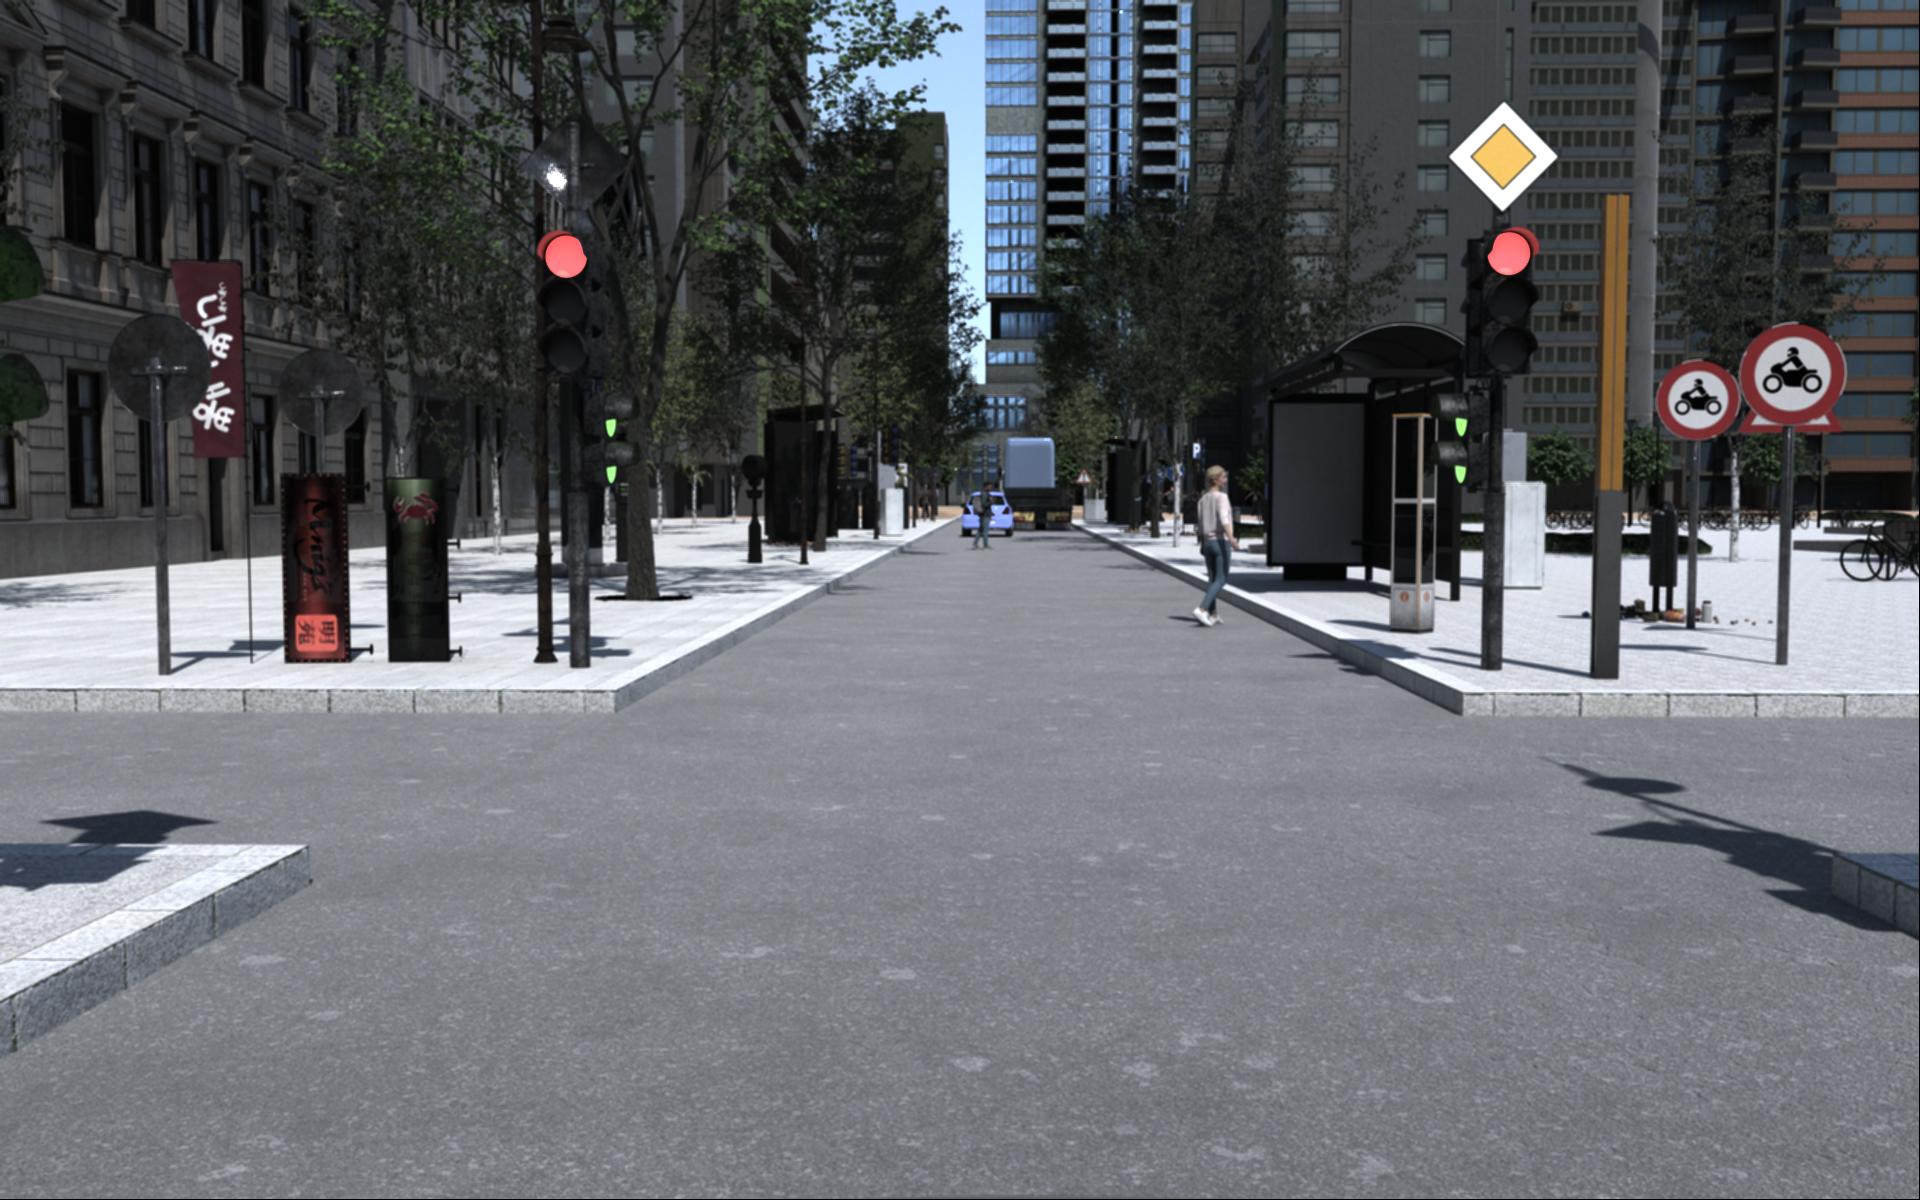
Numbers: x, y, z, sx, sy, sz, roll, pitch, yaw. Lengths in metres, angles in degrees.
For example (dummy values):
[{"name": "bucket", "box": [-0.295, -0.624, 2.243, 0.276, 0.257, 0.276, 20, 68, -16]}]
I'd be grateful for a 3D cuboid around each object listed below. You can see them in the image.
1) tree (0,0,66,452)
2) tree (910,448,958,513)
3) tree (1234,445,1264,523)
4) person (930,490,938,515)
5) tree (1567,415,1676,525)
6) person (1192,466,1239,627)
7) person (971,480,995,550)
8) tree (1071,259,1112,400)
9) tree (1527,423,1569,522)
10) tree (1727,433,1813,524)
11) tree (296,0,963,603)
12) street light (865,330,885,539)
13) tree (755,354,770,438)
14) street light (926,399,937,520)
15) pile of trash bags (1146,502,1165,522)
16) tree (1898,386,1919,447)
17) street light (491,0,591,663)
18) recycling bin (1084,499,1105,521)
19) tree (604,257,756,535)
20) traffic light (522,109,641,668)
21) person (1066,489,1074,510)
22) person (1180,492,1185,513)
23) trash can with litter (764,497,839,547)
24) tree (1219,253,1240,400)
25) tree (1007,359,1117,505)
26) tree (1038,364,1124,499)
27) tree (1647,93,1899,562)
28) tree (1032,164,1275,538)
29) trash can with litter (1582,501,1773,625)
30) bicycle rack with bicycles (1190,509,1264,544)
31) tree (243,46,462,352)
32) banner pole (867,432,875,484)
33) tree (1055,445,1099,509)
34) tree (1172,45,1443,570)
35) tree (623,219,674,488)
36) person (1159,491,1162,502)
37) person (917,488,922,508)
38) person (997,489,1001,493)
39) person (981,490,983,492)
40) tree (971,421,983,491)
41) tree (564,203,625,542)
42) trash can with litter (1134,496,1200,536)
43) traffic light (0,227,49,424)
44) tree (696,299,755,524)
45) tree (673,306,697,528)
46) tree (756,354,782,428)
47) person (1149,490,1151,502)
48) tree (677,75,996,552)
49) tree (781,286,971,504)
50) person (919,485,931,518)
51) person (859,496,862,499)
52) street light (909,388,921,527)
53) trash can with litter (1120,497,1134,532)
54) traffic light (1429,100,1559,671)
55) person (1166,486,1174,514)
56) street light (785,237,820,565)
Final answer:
[{"name": "tree", "box": [-11.510, -4.158, 18.348, 4.360, 8.622, 3.978, 0, 3, 0]}, {"name": "tree", "box": [-1.833, -8.280, 119.098, 4.285, 4.588, 4.351, 0, 3, 0]}, {"name": "tree", "box": [11.838, -4.497, 68.121, 1.663, 3.219, 1.824, 0, 3, 0]}, {"name": "person", "box": [-1.675, -6.247, 108.046, 0.599, 1.838, 0.709, 1, 4, 11]}, {"name": "tree", "box": [27.865, -5.390, 71.836, 4.285, 4.588, 4.351, 0, 3, 0]}, {"name": "person", "box": [2.751, -0.588, 18.782, 0.598, 1.740, 0.731, -3, 5, -41]}, {"name": "person", "box": [0.638, -2.176, 44.430, 0.721, 1.781, 0.623, -1, 4, -17]}, {"name": "tree", "box": [5.002, -5.583, 41.648, 4.360, 8.622, 3.978, 0, 3, 0]}, {"name": "tree", "box": [27.200, -5.852, 79.391, 4.285, 4.588, 4.351, 0, 3, 0]}, {"name": "tree", "box": [34.817, -5.535, 74.204, 4.285, 4.588, 4.351, 0, 3, 0]}, {"name": "tree", "box": [-3.834, -5.814, 20.810, 9.928, 11.665, 9.643, 0, 3, 0]}, {"name": "street light", "box": [-2.380, -4.658, 48.948, 0.468, 5.910, 1.993, 0, 4, 1]}, {"name": "tree", "box": [-9.986, -7.602, 74.650, 4.360, 8.622, 3.978, 0, 3, 0]}, {"name": "street light", "box": [-1.369, -6.804, 84.037, 0.468, 5.910, 1.993, 0, 4, 1]}, {"name": "pile of trash bags", "box": [8.547, -4.409, 81.838, 1.912, 1.369, 3.447, 0, 4, -2]}, {"name": "tree", "box": [18.799, -2.902, 31.169, 4.285, 4.588, 4.351, 0, 3, 0]}, {"name": "street light", "box": [-3.163, -2.462, 13.046, 0.468, 5.910, 1.993, 0, 4, 1]}, {"name": "recycling bin", "box": [6.362, -4.240, 81.872, 0.722, 1.027, 0.722, 3, 5, 40]}, {"name": "tree", "box": [-9.294, -6.338, 53.985, 4.737, 8.622, 4.395, 0, 3, 0]}, {"name": "traffic light", "box": [-2.793, -1.454, 12.701, 0.839, 4.253, 0.868, 0, 4, 1]}, {"name": "person", "box": [9.085, -8.330, 142.685, 0.683, 1.767, 0.568, -2, 4, -27]}, {"name": "person", "box": [14.544, -6.695, 115.523, 0.705, 1.823, 1.348, -3, 4, -38]}, {"name": "trash can with litter", "box": [-4.220, -1.951, 42.955, 2.233, 1.210, 1.678, 3, 5, 39]}, {"name": "tree", "box": [6.260, -8.369, 62.584, 9.928, 11.665, 9.643, 0, 3, 0]}, {"name": "tree", "box": [8.888, -14.764, 151.754, 12.009, 13.543, 11.850, 0, 3, 0]}, {"name": "tree", "box": [6.298, -8.494, 89.245, 4.737, 8.622, 4.395, 0, 3, 0]}, {"name": "tree", "box": [14.585, -4.999, 32.089, 4.360, 8.622, 3.978, 0, 3, 0]}, {"name": "tree", "box": [5.387, -7.071, 50.026, 7.601, 10.594, 8.767, -2, 4, -32]}, {"name": "trash can with litter", "box": [7.346, -0.429, 18.072, 1.678, 1.210, 2.233, 0, 4, 7]}, {"name": "bicycle rack with bicycles", "box": [6.932, -1.795, 42.729, 2.852, 0.926, 2.925, 1, 4, 9]}, {"name": "tree", "box": [-9.292, -4.770, 28.358, 4.360, 8.622, 3.978, 0, 3, 0]}, {"name": "banner pole", "box": [-3.526, -4.876, 69.745, 0.401, 3.779, 0.863, -2, 4, -34]}, {"name": "tree", "box": [7.195, -7.761, 110.614, 4.285, 4.588, 4.351, 0, 3, 0]}, {"name": "tree", "box": [5.506, -4.805, 28.930, 4.360, 8.622, 3.978, 0, 3, 0]}, {"name": "tree", "box": [-9.358, -5.549, 41.083, 4.360, 8.622, 3.978, 0, 3, 0]}, {"name": "person", "box": [12.186, -6.146, 107.059, 0.617, 1.759, 0.750, 0, 4, 7]}, {"name": "person", "box": [-3.760, -9.642, 163.698, 0.705, 1.823, 1.348, -2, 4, -24]}, {"name": "person", "box": [2.281, -5.814, 104.076, 1.217, 1.766, 0.721, -3, 4, -37]}, {"name": "person", "box": [1.588, -6.983, 123.391, 1.217, 1.743, 0.721, 1, 4, 16]}, {"name": "tree", "box": [0.222, -12.504, 154.806, 4.737, 8.622, 4.395, 0, 3, 0]}, {"name": "tree", "box": [-9.791, -5.241, 36.053, 4.360, 8.622, 3.978, 0, 3, 0]}, {"name": "trash can with litter", "box": [6.779, -2.616, 53.832, 2.233, 1.210, 1.678, -1, 4, -8]}, {"name": "traffic light", "box": [-2.998, -0.966, 4.718, 0.839, 4.253, 0.868, 0, 4, 1]}, {"name": "tree", "box": [-10.048, -7.012, 65.013, 4.360, 8.622, 3.978, 0, 3, 0]}, {"name": "tree", "box": [-9.610, -5.890, 46.671, 4.360, 8.622, 3.978, 0, 3, 0]}, {"name": "tree", "box": [-8.177, -8.167, 83.885, 4.737, 8.622, 4.395, 0, 3, 0]}, {"name": "person", "box": [12.730, -6.581, 114.092, 0.568, 1.767, 0.683, 0, 4, 7]}, {"name": "tree", "box": [-2.791, -6.354, 38.303, 7.601, 10.594, 8.767, 0, 3, 0]}, {"name": "tree", "box": [-2.892, -6.733, 60.442, 4.737, 8.622, 4.395, 0, 3, 0]}, {"name": "person", "box": [-1.910, -5.272, 92.796, 0.434, 1.755, 0.990, 3, 5, 42]}, {"name": "person", "box": [-7.311, -7.956, 136.217, 1.348, 1.812, 0.705, -3, 4, -36]}, {"name": "street light", "box": [-1.764, -5.731, 66.490, 0.468, 5.910, 1.993, 0, 4, 1]}, {"name": "trash can with litter", "box": [6.209, -2.896, 58.408, 1.678, 1.210, 2.233, 2, 4, 31]}, {"name": "traffic light", "box": [3.866, -1.445, 12.546, 0.839, 4.253, 0.868, 0, 4, 1]}, {"name": "person", "box": [13.286, -6.248, 108.725, 0.617, 1.759, 0.750, 2, 4, 25]}, {"name": "street light", "box": [-2.845, -3.585, 31.402, 0.468, 5.910, 1.993, 0, 4, 1]}]
